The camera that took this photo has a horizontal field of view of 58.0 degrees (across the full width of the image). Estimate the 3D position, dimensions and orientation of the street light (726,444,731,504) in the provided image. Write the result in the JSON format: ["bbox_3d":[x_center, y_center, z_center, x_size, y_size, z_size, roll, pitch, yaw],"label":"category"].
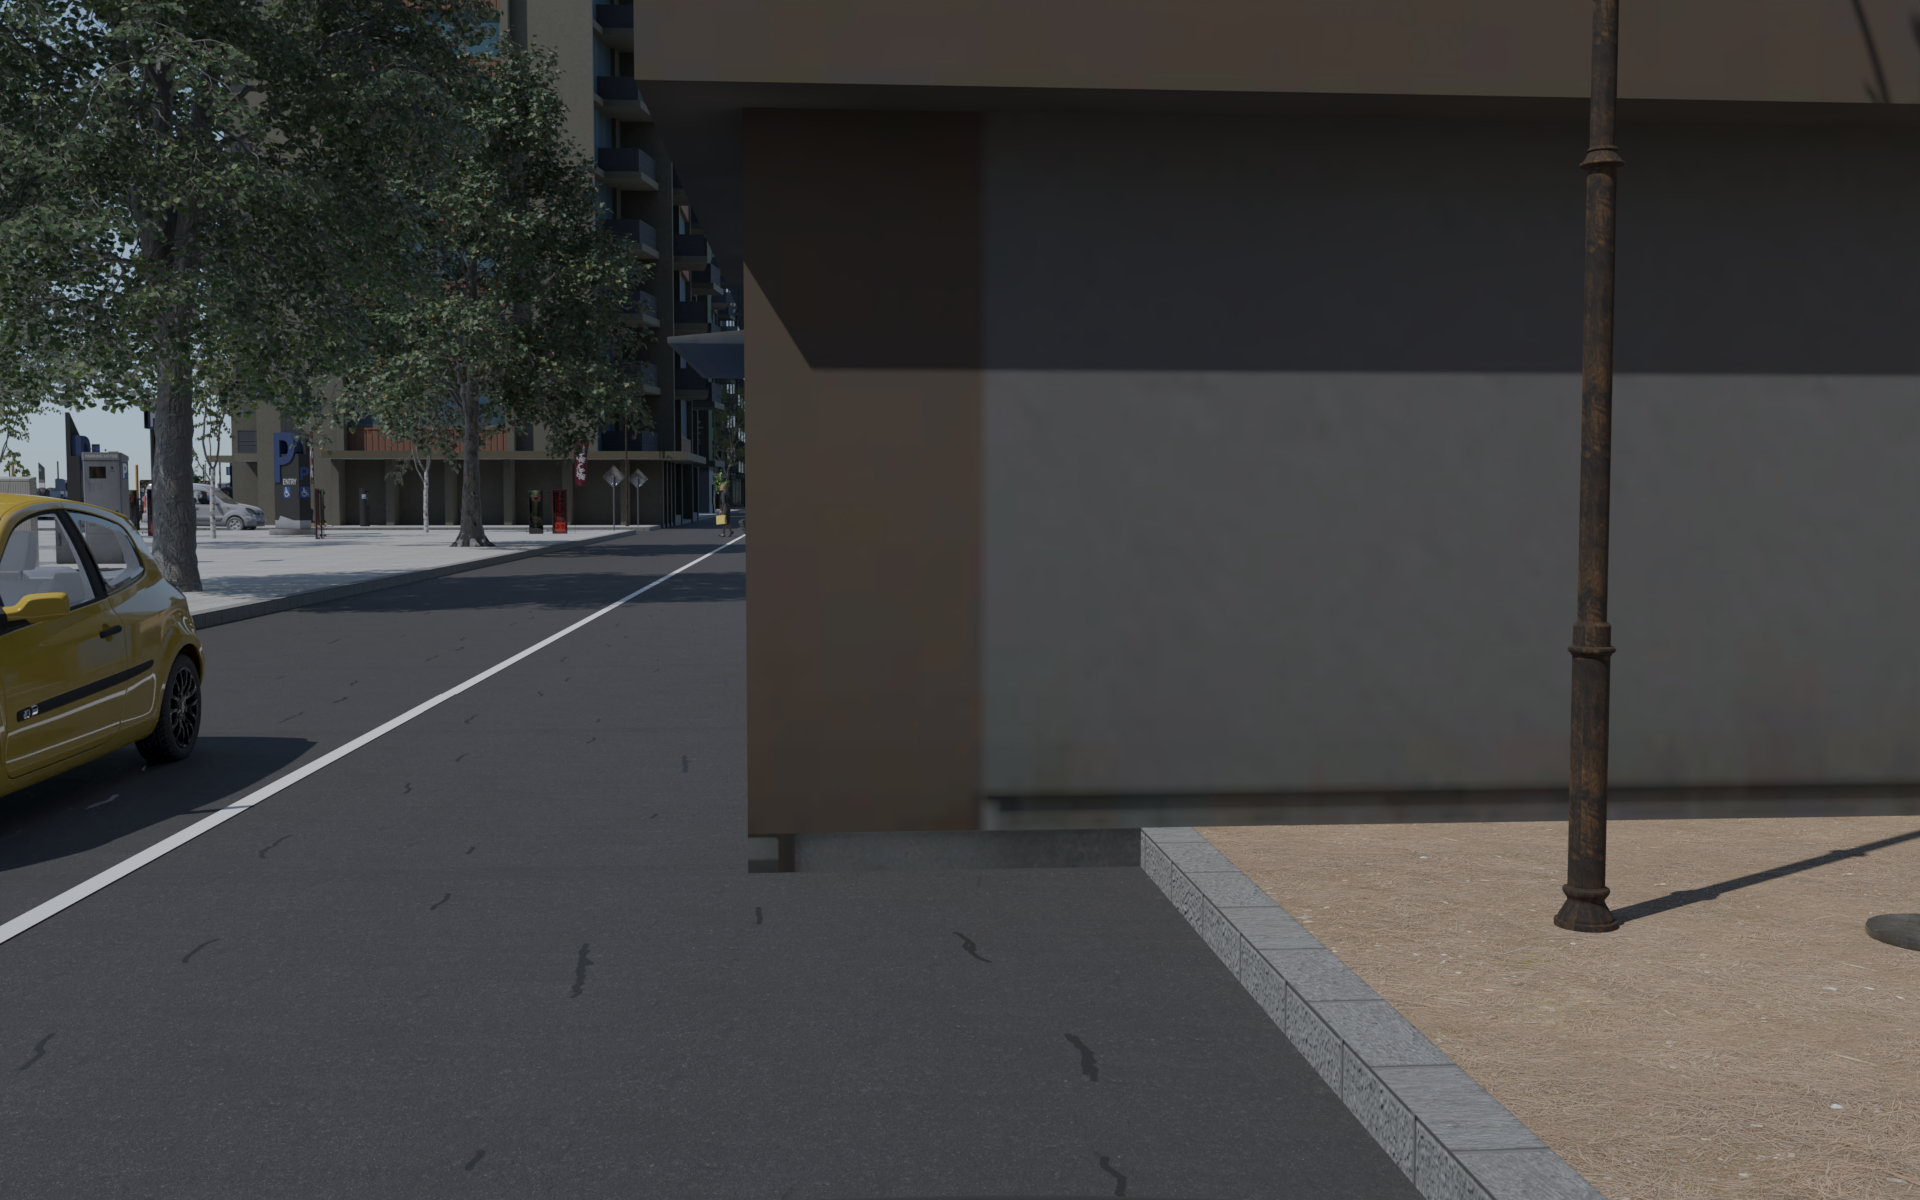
[{"bbox_3d":[-19.368,-10.530,144.958,0.468,5.910,1.993,0,4,-5],"label":"street light"}]

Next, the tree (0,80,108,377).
[{"bbox_3d":[-23.534,-6.961,39.570,9.928,11.665,9.643,0,3,0],"label":"tree"}]

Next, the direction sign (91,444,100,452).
[{"bbox_3d":[-39.289,-5.276,78.266,0.876,3.537,0.379,-1,4,-10],"label":"direction sign"}]

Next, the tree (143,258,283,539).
[{"bbox_3d":[-21.673,-6.096,50.026,4.737,8.622,4.395,0,3,0],"label":"tree"}]

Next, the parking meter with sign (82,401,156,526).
[{"bbox_3d":[-15.715,-2.178,31.870,1.738,3.016,0.543,0,4,-7],"label":"parking meter with sign"}]

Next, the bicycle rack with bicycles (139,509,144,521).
[{"bbox_3d":[-38.114,-4.237,82.665,2.852,0.926,2.925,0,4,-6],"label":"bicycle rack with bicycles"}]

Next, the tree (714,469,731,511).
[{"bbox_3d":[-18.346,-8.463,132.978,1.663,3.219,1.824,0,3,0],"label":"tree"}]

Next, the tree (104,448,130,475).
[{"bbox_3d":[-36.118,-4.803,73.122,1.663,3.219,1.824,0,3,0],"label":"tree"}]

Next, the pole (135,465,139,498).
[{"bbox_3d":[-57.113,-7.730,120.228,0.158,3.312,0.155,0,3,0],"label":"pole"}]

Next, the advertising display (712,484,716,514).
[{"bbox_3d":[-16.275,-6.681,114.451,0.123,1.923,0.974,0,4,0],"label":"advertising display"}]

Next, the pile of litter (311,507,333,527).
[{"bbox_3d":[-25.213,-3.273,67.475,1.719,0.858,1.176,-3,5,-42],"label":"pile of litter"}]

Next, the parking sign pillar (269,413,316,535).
[{"bbox_3d":[-21.023,-4.039,54.503,1.447,3.967,1.447,2,4,35],"label":"parking sign pillar"}]

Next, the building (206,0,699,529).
[{"bbox_3d":[-22.895,-26.153,82.228,22.147,44.769,28.867,0,4,-5],"label":"building"}]

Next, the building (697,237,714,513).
[{"bbox_3d":[-23.883,-20.955,114.316,14.160,30.474,14.107,0,4,-5],"label":"building"}]

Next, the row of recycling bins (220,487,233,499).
[{"bbox_3d":[-40.558,-5.512,97.226,1.069,1.692,3.534,0,4,2],"label":"row of recycling bins"}]

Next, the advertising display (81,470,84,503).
[{"bbox_3d":[-22.189,-2.417,44.738,0.974,1.923,0.123,0,4,8],"label":"advertising display"}]

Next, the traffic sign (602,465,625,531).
[{"bbox_3d":[-12.100,-3.481,60.554,0.795,2.450,0.064,0,4,-5],"label":"traffic sign"}]

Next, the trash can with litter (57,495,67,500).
[{"bbox_3d":[-48.552,-5.108,94.578,2.233,1.210,1.678,-3,4,-37],"label":"trash can with litter"}]

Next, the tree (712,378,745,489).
[{"bbox_3d":[-19.030,-12.568,139.904,8.767,10.594,7.601,0,4,2],"label":"tree"}]

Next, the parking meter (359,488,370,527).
[{"bbox_3d":[-23.542,-3.674,68.486,0.372,1.533,0.369,0,3,0],"label":"parking meter"}]

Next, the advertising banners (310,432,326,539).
[{"bbox_3d":[-18.285,-3.246,49.263,0.090,3.025,2.074,-1,4,-10],"label":"advertising banners"}]

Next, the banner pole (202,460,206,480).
[{"bbox_3d":[-56.153,-8.487,128.783,0.401,3.779,0.863,0,4,-4],"label":"banner pole"}]

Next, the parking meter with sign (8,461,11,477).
[{"bbox_3d":[-50.292,-5.733,89.990,1.738,3.016,0.543,-1,4,-22],"label":"parking meter with sign"}]

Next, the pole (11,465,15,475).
[{"bbox_3d":[-64.186,-7.561,117.465,0.158,3.312,0.155,0,3,0],"label":"pole"}]

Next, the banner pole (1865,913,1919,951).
[{"bbox_3d":[2.922,-0.922,5.086,0.401,3.779,0.863,1,4,23],"label":"banner pole"}]

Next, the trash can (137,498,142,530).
[{"bbox_3d":[-27.939,-2.852,58.282,0.748,1.137,0.748,0,3,0],"label":"trash can"}]

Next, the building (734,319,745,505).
[{"bbox_3d":[-34.117,-33.602,232.981,14.154,41.232,14.086,0,4,-5],"label":"building"}]

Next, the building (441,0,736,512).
[{"bbox_3d":[-31.839,-30.679,156.232,22.147,44.769,28.867,0,4,-5],"label":"building"}]

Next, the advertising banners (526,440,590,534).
[{"bbox_3d":[-12.932,-3.644,55.775,2.074,3.025,0.090,-2,4,-24],"label":"advertising banners"}]

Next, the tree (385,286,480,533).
[{"bbox_3d":[-17.697,-6.551,57.471,4.360,8.622,3.978,0,3,0],"label":"tree"}]

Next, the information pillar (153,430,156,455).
[{"bbox_3d":[-19.773,-3.157,42.973,0.504,3.616,0.183,-3,4,-38],"label":"information pillar"}]

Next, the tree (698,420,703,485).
[{"bbox_3d":[-16.758,-9.207,100.891,4.737,8.622,4.395,0,3,0],"label":"tree"}]

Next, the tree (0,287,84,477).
[{"bbox_3d":[-27.374,-6.047,49.238,4.737,8.622,4.395,0,3,0],"label":"tree"}]

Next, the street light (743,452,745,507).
[{"bbox_3d":[-21.458,-12.216,172.520,0.468,5.910,1.993,0,4,-5],"label":"street light"}]

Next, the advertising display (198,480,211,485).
[{"bbox_3d":[-35.628,-4.684,81.793,0.974,1.923,0.123,2,4,31],"label":"advertising display"}]

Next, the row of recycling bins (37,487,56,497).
[{"bbox_3d":[-56.611,-6.129,107.323,1.069,1.692,3.534,0,4,1],"label":"row of recycling bins"}]

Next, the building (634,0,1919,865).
[{"bbox_3d":[5.195,-22.155,12.340,14.600,45.320,14.200,0,4,-5],"label":"building"}]

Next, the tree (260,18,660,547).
[{"bbox_3d":[-11.798,-7.637,41.875,9.611,12.733,9.660,0,3,0],"label":"tree"}]

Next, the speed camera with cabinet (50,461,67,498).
[{"bbox_3d":[-53.713,-6.663,103.270,0.660,3.252,2.038,-1,4,-15],"label":"speed camera with cabinet"}]

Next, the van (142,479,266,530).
[{"bbox_3d":[-27.807,-3.474,63.813,4.112,2.044,2.013,0,4,-5],"label":"van"}]

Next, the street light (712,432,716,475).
[{"bbox_3d":[-17.661,-9.245,123.938,0.468,5.910,1.993,0,4,-5],"label":"street light"}]

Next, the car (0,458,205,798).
[{"bbox_3d":[-4.871,0.144,7.873,2.015,1.641,3.980,0,4,-6],"label":"car"}]

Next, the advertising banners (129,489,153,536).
[{"bbox_3d":[-24.600,-3.466,52.861,2.074,3.025,0.090,-1,4,-11],"label":"advertising banners"}]

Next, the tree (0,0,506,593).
[{"bbox_3d":[-10.411,-7.083,22.463,9.857,13.997,8.962,0,3,0],"label":"tree"}]

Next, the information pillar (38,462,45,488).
[{"bbox_3d":[-67.500,-8.317,127.335,0.504,3.616,0.183,1,4,9],"label":"information pillar"}]

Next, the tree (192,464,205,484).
[{"bbox_3d":[-41.762,-6.083,94.062,1.663,3.219,1.824,0,3,0],"label":"tree"}]

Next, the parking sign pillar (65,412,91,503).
[{"bbox_3d":[-29.324,-4.232,57.666,1.447,3.967,1.447,-1,4,-11],"label":"parking sign pillar"}]

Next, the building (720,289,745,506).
[{"bbox_3d":[-34.650,-34.616,185.578,23.786,49.044,30.456,0,4,-5],"label":"building"}]

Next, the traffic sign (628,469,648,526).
[{"bbox_3d":[-12.737,-3.968,68.514,0.795,2.450,0.064,0,4,-5],"label":"traffic sign"}]

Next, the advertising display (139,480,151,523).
[{"bbox_3d":[-36.168,-4.422,77.518,0.974,1.923,0.123,-1,4,-23],"label":"advertising display"}]

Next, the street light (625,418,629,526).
[{"bbox_3d":[-13.254,-5.873,68.809,0.468,5.910,1.993,0,4,-5],"label":"street light"}]

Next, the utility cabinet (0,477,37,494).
[{"bbox_3d":[-12.311,-0.805,21.842,1.173,1.500,0.318,-1,4,-12],"label":"utility cabinet"}]

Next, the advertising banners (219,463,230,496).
[{"bbox_3d":[-34.803,-5.240,81.865,0.090,3.025,2.074,-1,4,-10],"label":"advertising banners"}]

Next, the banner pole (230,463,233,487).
[{"bbox_3d":[-44.121,-7.072,105.641,0.863,3.779,0.401,-3,5,-40],"label":"banner pole"}]

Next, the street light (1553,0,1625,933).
[{"bbox_3d":[1.859,-1.968,4.969,0.468,5.910,1.993,0,4,-5],"label":"street light"}]

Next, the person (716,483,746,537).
[{"bbox_3d":[-7.606,-3.039,58.409,1.509,1.804,0.699,-3,5,-39],"label":"person"}]

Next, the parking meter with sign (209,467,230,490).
[{"bbox_3d":[-48.296,-7.176,113.582,1.738,3.016,0.543,1,4,14],"label":"parking meter with sign"}]
